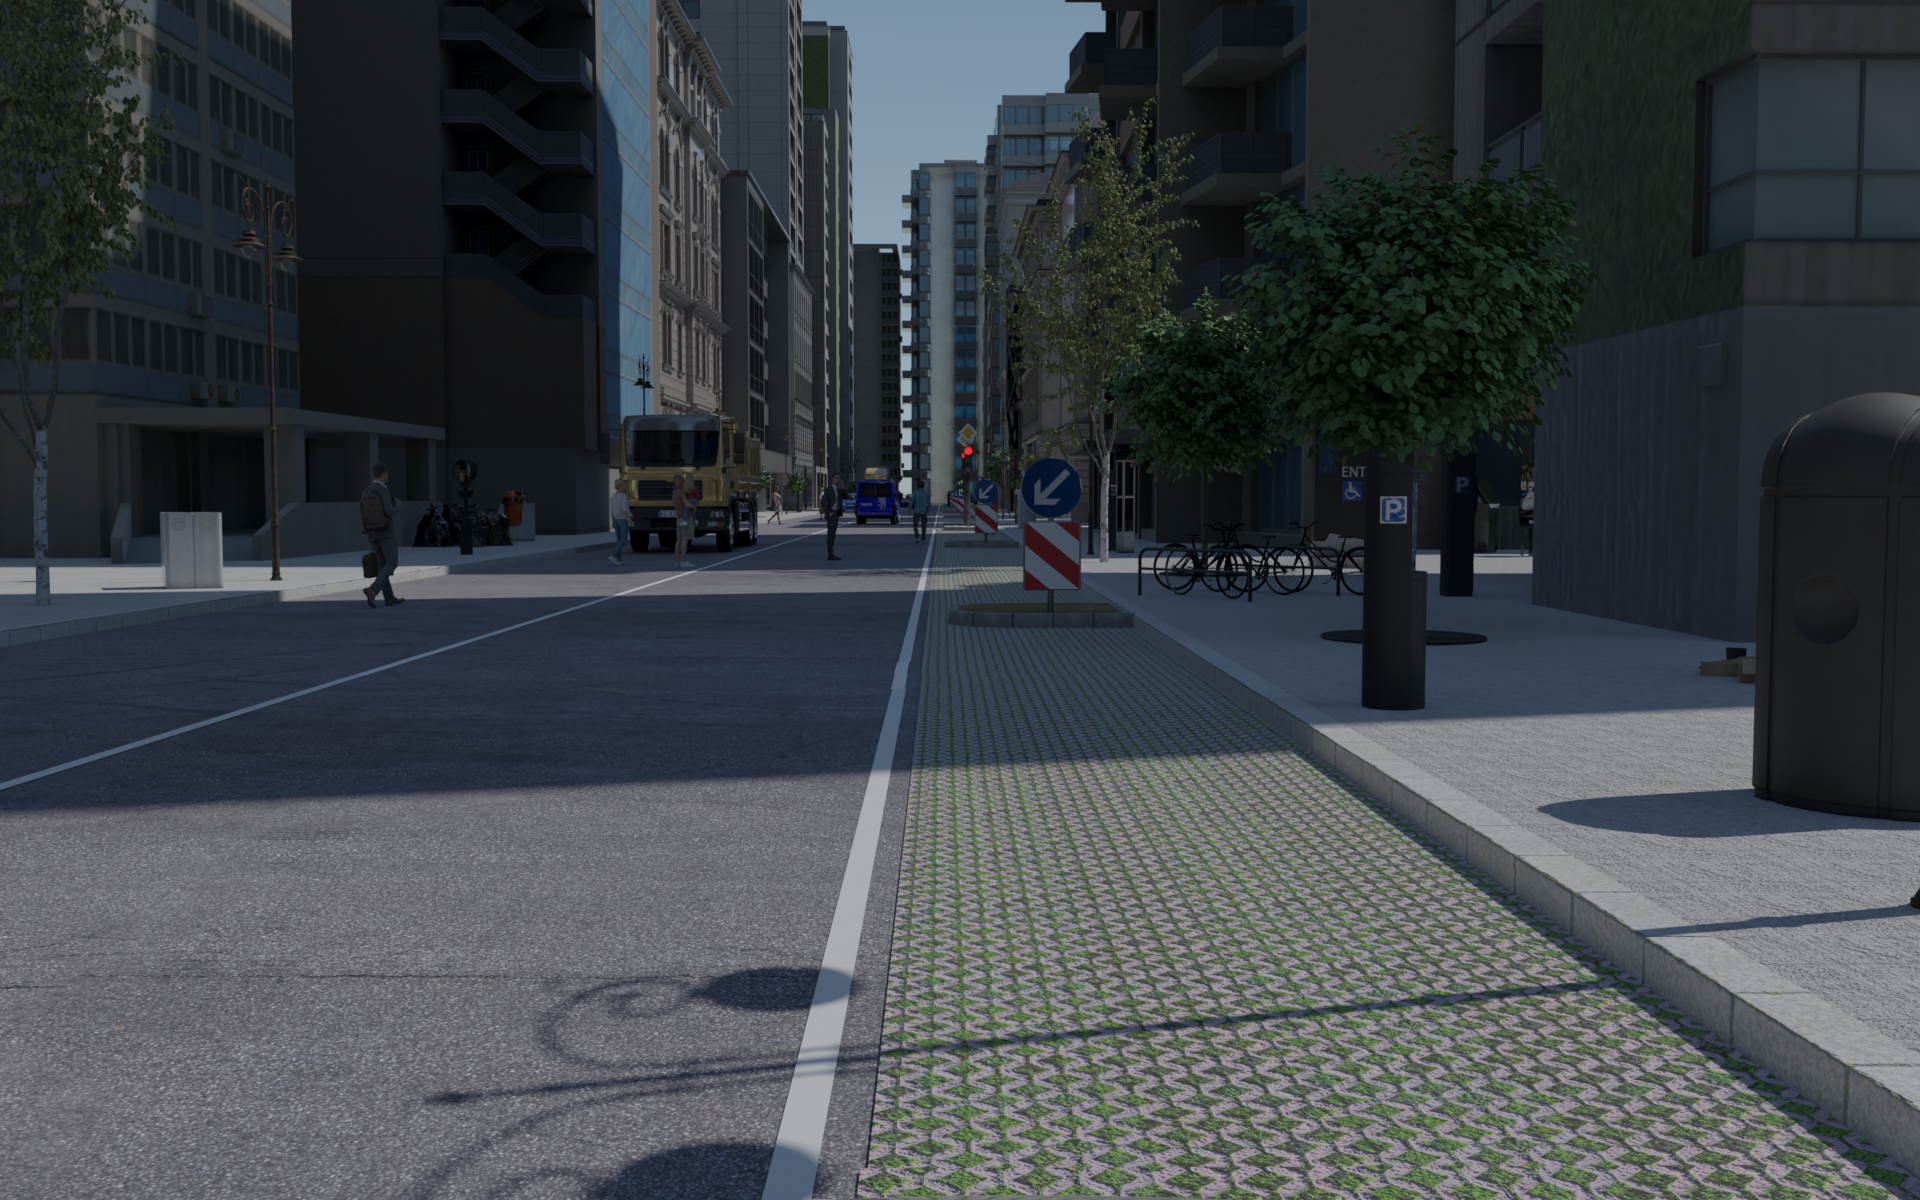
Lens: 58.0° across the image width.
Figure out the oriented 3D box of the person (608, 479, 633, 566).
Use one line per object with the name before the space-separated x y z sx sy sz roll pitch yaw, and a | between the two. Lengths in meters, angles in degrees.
person | -6.788 -1.548 34.477 0.731 1.740 0.598 2 4 31

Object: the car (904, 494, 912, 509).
car | -4.689 -9.983 172.259 2.155 1.783 4.494 0 4 0

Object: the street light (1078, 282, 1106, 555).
street light | 2.777 -3.904 36.623 0.468 5.910 1.993 0 4 -1

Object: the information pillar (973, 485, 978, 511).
information pillar | 1.187 -7.884 133.393 0.304 2.012 0.304 -2 4 -23

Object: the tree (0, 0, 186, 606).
tree | -10.766 -4.251 19.866 4.737 8.622 4.395 0 3 0

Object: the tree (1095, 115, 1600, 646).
tree | 3.862 -1.923 15.161 4.285 4.588 4.351 0 3 0

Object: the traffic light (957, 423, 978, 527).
traffic light | 0.304 -4.861 68.398 0.839 4.253 0.868 0 4 -1

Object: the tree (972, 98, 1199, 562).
tree | 2.607 -5.028 32.576 4.737 8.622 4.395 0 3 0

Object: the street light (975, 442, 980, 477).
street light | 1.546 -10.881 150.696 0.468 5.910 1.993 0 4 -1

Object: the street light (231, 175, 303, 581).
street light | -10.145 -3.225 25.518 0.468 5.910 1.993 0 4 -1

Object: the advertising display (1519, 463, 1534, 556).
advertising display | 11.902 -1.865 35.712 0.123 1.923 0.974 -1 4 -22

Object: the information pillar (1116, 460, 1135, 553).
information pillar | 3.598 -2.027 37.639 0.304 2.012 0.304 -2 4 -26

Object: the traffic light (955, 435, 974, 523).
traffic light | 0.221 -5.349 76.383 0.839 4.253 0.868 0 4 -1

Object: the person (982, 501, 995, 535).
person | 0.993 -3.156 60.287 0.511 1.800 0.466 1 4 13

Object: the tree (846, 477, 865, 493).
tree | -12.037 -12.302 195.738 1.663 3.219 1.824 0 3 0

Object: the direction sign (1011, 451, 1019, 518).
direction sign | 2.895 -6.059 91.067 0.379 3.537 0.876 -2 4 -25

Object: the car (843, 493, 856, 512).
car | -8.786 -8.001 140.407 1.945 1.707 3.694 0 4 -1

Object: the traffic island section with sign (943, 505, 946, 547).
traffic island section with sign | 0.576 -2.328 46.697 1.989 1.847 2.006 0 4 -1

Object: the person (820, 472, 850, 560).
person | -2.703 -1.823 37.669 0.474 1.900 0.648 2 4 24

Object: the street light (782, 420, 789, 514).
street light | -10.932 -8.315 108.736 0.468 5.910 1.993 0 4 -1

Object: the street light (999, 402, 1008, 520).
street light | 2.177 -6.974 86.821 0.468 5.910 1.993 0 4 -1

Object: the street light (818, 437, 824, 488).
street light | -11.295 -10.251 140.384 0.468 5.910 1.993 0 4 -1

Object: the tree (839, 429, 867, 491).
tree | -12.459 -14.712 190.904 4.360 8.622 3.978 0 3 0

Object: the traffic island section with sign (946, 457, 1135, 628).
traffic island section with sign | 0.866 -0.655 19.340 1.989 1.847 2.006 0 4 -1

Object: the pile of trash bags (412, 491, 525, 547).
pile of trash bags | -11.951 -2.042 43.141 1.912 1.369 3.447 1 4 20

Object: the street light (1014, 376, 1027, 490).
street light | 2.382 -5.827 68.055 0.468 5.910 1.993 0 4 -1

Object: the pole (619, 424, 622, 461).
pole | -9.771 -3.449 50.242 0.158 3.312 0.155 0 3 0

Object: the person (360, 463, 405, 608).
person | -7.380 -0.828 22.007 0.622 1.834 0.822 2 4 27

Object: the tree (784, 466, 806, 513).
tree | -11.334 -7.641 119.533 1.663 3.219 1.824 0 3 0

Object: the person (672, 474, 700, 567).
person | -5.401 -1.563 34.029 0.580 1.828 0.573 1 4 11

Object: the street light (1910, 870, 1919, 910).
street light | 3.047 -1.982 5.189 0.468 5.910 1.993 0 4 -1

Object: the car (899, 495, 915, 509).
car | -5.042 -9.165 162.435 1.945 1.354 3.894 0 4 0

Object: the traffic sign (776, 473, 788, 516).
traffic sign | -10.570 -6.275 102.704 0.768 2.556 0.104 0 4 8

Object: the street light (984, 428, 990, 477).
street light | 1.857 -8.946 119.047 0.468 5.910 1.993 0 4 -1

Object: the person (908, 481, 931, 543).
person | -1.168 -2.575 50.616 0.660 1.820 0.620 -1 4 -13

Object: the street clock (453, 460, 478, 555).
street clock | -10.437 -1.958 36.578 0.471 2.002 0.358 1 4 22

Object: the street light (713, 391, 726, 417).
street light | -10.619 -6.343 76.499 0.468 5.910 1.993 0 4 -1

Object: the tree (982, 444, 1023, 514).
tree | 3.097 -7.921 113.225 4.285 4.588 4.351 0 3 0

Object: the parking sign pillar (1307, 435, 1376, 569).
parking sign pillar | 6.846 -2.561 30.338 1.447 3.967 1.447 0 4 4

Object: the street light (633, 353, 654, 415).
street light | -10.381 -5.150 56.996 0.468 5.910 1.993 0 4 -1

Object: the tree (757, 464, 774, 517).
tree | -11.324 -6.165 95.398 1.663 3.219 1.824 0 3 0

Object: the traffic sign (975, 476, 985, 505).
traffic sign | 1.449 -7.536 123.324 0.768 2.556 0.104 0 4 6
